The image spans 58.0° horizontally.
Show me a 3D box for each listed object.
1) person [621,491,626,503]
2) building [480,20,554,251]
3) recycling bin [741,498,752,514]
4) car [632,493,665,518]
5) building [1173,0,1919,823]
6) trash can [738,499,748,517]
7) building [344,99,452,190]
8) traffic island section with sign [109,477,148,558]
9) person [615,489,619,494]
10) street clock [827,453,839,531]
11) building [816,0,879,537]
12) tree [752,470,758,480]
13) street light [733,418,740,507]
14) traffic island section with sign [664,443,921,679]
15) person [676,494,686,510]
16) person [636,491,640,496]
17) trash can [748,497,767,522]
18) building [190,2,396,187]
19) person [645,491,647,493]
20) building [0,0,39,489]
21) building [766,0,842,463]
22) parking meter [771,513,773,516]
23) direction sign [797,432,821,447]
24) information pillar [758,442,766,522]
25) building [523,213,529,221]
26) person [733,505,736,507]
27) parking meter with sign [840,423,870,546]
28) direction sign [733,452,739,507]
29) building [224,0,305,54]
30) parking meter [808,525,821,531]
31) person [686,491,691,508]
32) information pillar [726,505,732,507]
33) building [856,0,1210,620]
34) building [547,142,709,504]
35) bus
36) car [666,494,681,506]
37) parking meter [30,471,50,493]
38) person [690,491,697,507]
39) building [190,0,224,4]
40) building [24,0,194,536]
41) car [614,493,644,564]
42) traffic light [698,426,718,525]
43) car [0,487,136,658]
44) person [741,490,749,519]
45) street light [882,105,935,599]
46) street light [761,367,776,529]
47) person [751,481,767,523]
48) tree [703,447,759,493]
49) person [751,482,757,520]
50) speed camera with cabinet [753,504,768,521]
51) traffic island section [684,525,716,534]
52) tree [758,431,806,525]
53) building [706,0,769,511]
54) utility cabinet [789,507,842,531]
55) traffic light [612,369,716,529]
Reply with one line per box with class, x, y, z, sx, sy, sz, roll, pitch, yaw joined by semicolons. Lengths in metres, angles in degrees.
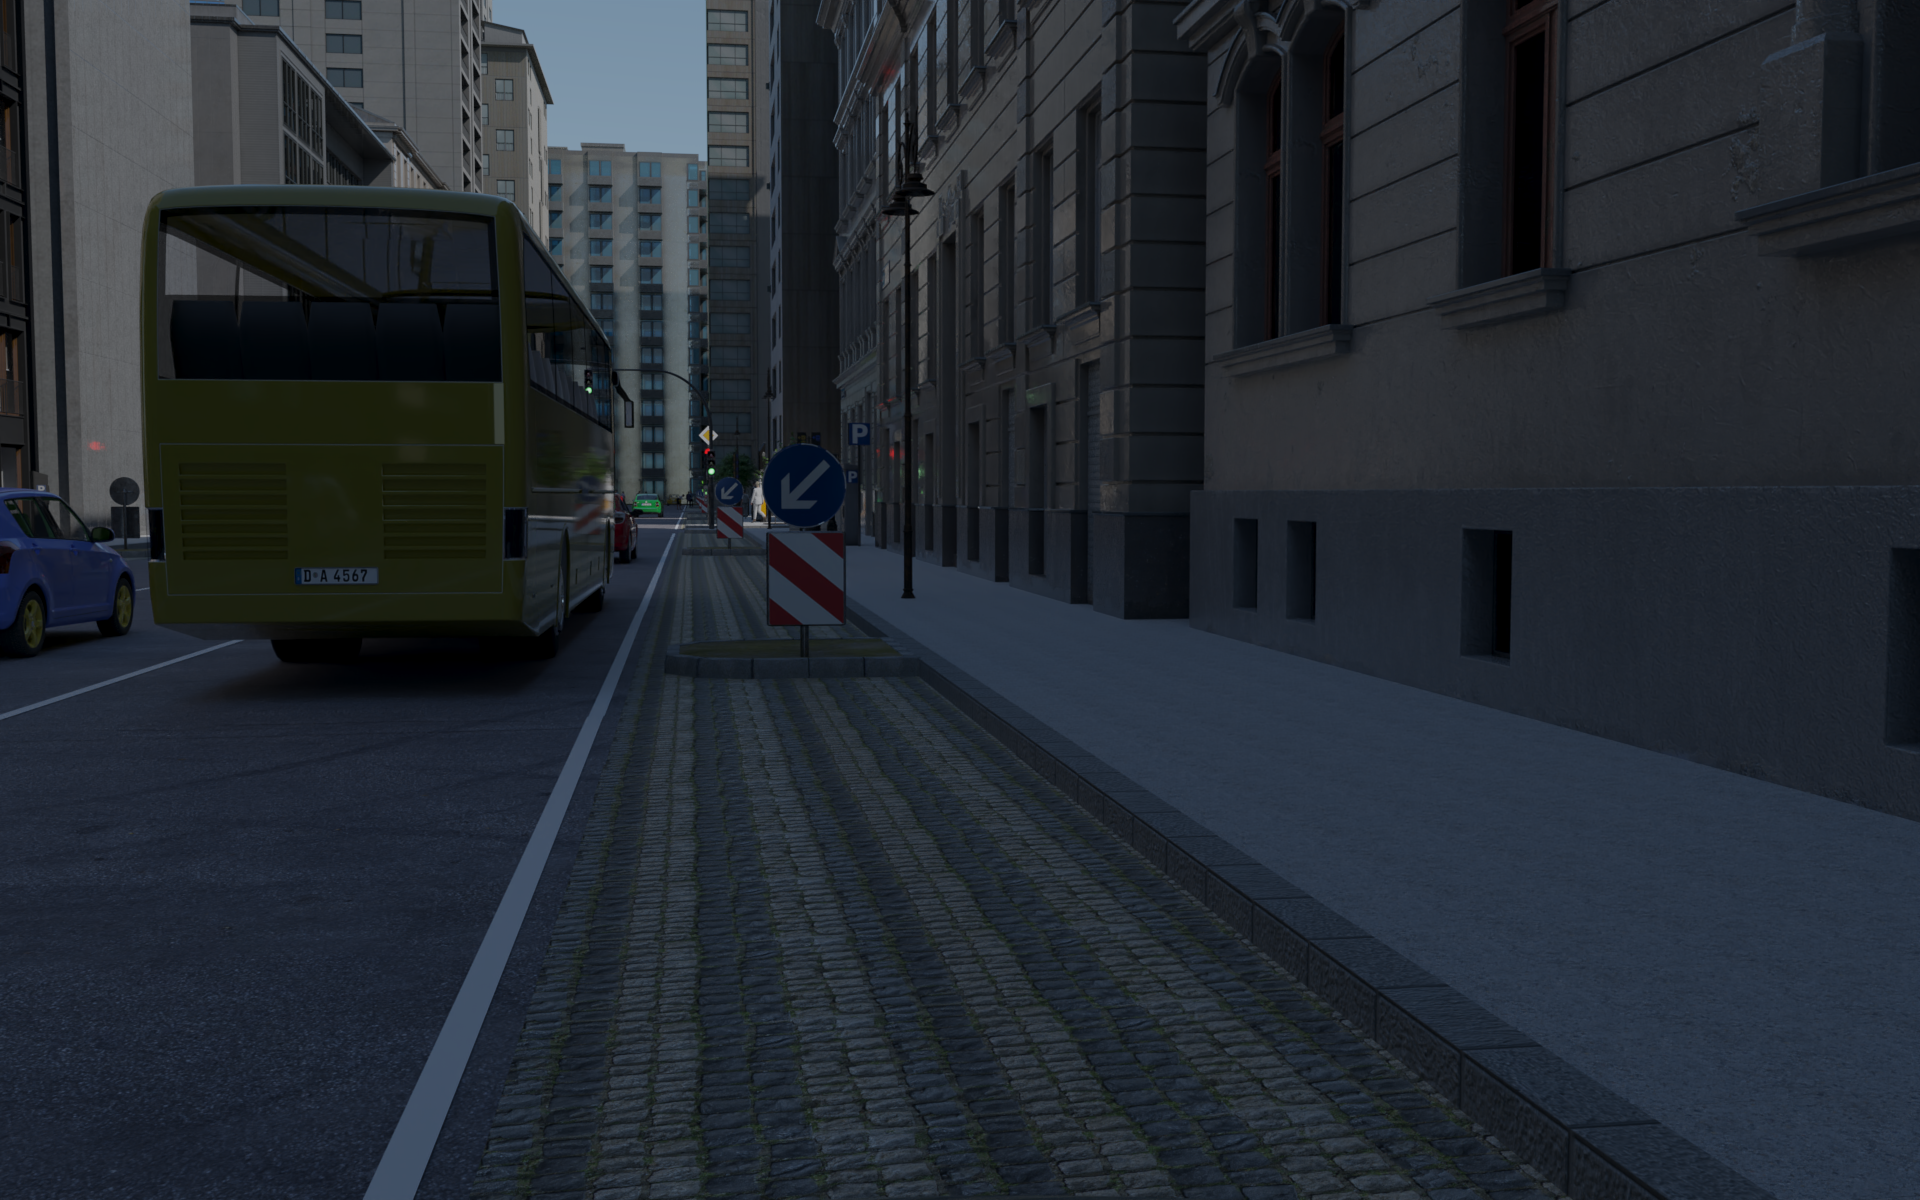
person;-33.708;-10.033;173.470;0.756;1.711;0.436;3;5;43
building;-61.905;-37.398;200.695;27.495;52.752;28.713;-1;4;-9
recycling bin;-13.964;-6.178;113.557;0.722;1.027;0.722;-1;4;-9
car;-18.961;-5.901;105.275;1.959;1.807;4.718;0;4;-8
building;10.053;-13.357;5.777;14.401;28.519;23.554;-1;4;-9
trash can;-12.122;-5.229;97.144;0.748;1.137;0.748;0;3;0
building;-40.204;-19.225;111.599;12.463;27.353;25.104;-1;4;-9
traffic island section with sign;-19.137;-1.884;39.432;1.989;1.847;2.006;-1;4;-9
person;-25.560;-7.374;129.409;0.444;1.785;0.601;1;4;10
street clock;-2.284;-1.610;30.899;0.358;2.002;0.471;0;4;3
building;2.205;-13.243;52.679;11.583;22.565;21.152;-1;4;-9
tree;-7.703;-4.809;73.234;1.663;3.219;1.824;0;3;0
street light;-13.226;-7.956;102.866;0.468;5.910;1.993;-1;4;-9
traffic island section with sign;-1.434;-0.346;14.289;1.989;1.847;2.006;-1;4;-9
person;-25.388;-8.915;157.453;0.799;1.438;0.628;-3;5;-45
person;-35.209;-11.051;189.630;0.683;1.767;0.568;0;4;5
trash can;-9.328;-4.242;81.006;0.748;1.137;0.748;0;3;0
building;-36.687;-16.147;83.069;14.314;24.678;30.058;-1;4;-9
person;-34.930;-11.230;192.772;0.621;1.740;0.551;2;4;33
building;-29.006;-12.623;36.069;12.332;23.373;15.834;-1;4;-9
building;-1.852;-19.018;82.642;14.107;30.474;14.160;-1;4;-9
parking meter;-11.004;-5.780;100.215;0.399;1.863;0.255;-3;4;-38
direction sign;-5.530;-4.374;63.504;0.876;3.537;0.379;0;4;7
information pillar;-8.918;-5.308;78.137;0.183;3.616;0.504;2;4;25
building;-49.838;-24.355;169.913;14.160;30.474;14.107;-1;4;-9
person;-16.033;-7.105;122.310;0.850;1.850;0.679;0;4;4
parking meter with sign;-2.755;-2.870;43.178;0.543;3.016;1.738;-1;4;-20
direction sign;-12.053;-6.190;93.200;0.379;3.537;0.876;-2;4;-25
building;-50.327;-43.561;150.475;20.563;71.187;20.611;-1;4;-9
parking meter;-2.811;-1.483;32.656;0.372;1.533;0.369;0;3;0
person;-27.350;-10.102;174.585;0.541;1.710;0.530;1;4;13
information pillar;-14.404;-6.329;107.969;0.304;2.012;0.304;3;5;42
building;5.389;-14.214;29.666;12.463;27.353;25.104;-1;4;-9
building;-48.962;-37.882;238.981;30.456;49.044;23.786;-1;4;-9
bus;-5.099;-1.605;17.794;2.896;3.916;12.252;0;4;-8
car;-34.820;-12.274;210.902;2.015;1.641;3.980;-1;4;-11
parking meter;-23.399;-2.346;44.069;0.255;1.863;0.399;3;5;41
person;-29.706;-11.196;191.532;1.348;1.826;0.705;-2;4;-25
building;-91.157;-54.114;197.442;31.000;86.520;22.319;-1;4;-9
building;-35.287;-14.324;52.223;19.932;24.808;12.078;-1;4;-9
car;-7.887;-1.717;37.106;2.155;1.783;4.494;0;4;-8
traffic light;-10.358;-5.038;71.295;0.839;4.253;0.868;-1;4;-9
car;-9.133;-0.412;16.335;1.945;1.707;3.694;-1;4;-8
person;-11.041;-4.890;88.592;0.523;1.515;0.503;1;4;13
street light;-0.638;-2.958;21.156;0.468;5.910;1.993;-1;4;-9
street light;-6.989;-5.540;63.368;0.468;5.910;1.993;-1;4;-9
person;-8.939;-4.345;76.970;0.818;1.842;0.514;1;4;23
tree;-15.253;-8.248;118.576;4.285;4.588;4.351;0;3;0
person;-10.132;-4.920;85.849;0.474;1.900;0.648;0;4;-7
speed camera with cabinet;-9.441;-5.416;82.892;0.660;3.252;2.038;-1;4;-18
traffic island section;-9.090;-2.523;63.524;2.009;0.180;2.903;-1;4;-9
tree;-5.236;-3.580;53.132;1.663;3.219;1.824;0;3;0
building;-13.214;-27.876;139.359;14.154;41.232;14.086;-1;4;-9
utility cabinet;-3.310;-1.896;39.677;1.173;1.500;0.318;0;4;0
traffic light;-11.185;-5.399;62.944;4.771;5.953;1.251;-1;4;-9
